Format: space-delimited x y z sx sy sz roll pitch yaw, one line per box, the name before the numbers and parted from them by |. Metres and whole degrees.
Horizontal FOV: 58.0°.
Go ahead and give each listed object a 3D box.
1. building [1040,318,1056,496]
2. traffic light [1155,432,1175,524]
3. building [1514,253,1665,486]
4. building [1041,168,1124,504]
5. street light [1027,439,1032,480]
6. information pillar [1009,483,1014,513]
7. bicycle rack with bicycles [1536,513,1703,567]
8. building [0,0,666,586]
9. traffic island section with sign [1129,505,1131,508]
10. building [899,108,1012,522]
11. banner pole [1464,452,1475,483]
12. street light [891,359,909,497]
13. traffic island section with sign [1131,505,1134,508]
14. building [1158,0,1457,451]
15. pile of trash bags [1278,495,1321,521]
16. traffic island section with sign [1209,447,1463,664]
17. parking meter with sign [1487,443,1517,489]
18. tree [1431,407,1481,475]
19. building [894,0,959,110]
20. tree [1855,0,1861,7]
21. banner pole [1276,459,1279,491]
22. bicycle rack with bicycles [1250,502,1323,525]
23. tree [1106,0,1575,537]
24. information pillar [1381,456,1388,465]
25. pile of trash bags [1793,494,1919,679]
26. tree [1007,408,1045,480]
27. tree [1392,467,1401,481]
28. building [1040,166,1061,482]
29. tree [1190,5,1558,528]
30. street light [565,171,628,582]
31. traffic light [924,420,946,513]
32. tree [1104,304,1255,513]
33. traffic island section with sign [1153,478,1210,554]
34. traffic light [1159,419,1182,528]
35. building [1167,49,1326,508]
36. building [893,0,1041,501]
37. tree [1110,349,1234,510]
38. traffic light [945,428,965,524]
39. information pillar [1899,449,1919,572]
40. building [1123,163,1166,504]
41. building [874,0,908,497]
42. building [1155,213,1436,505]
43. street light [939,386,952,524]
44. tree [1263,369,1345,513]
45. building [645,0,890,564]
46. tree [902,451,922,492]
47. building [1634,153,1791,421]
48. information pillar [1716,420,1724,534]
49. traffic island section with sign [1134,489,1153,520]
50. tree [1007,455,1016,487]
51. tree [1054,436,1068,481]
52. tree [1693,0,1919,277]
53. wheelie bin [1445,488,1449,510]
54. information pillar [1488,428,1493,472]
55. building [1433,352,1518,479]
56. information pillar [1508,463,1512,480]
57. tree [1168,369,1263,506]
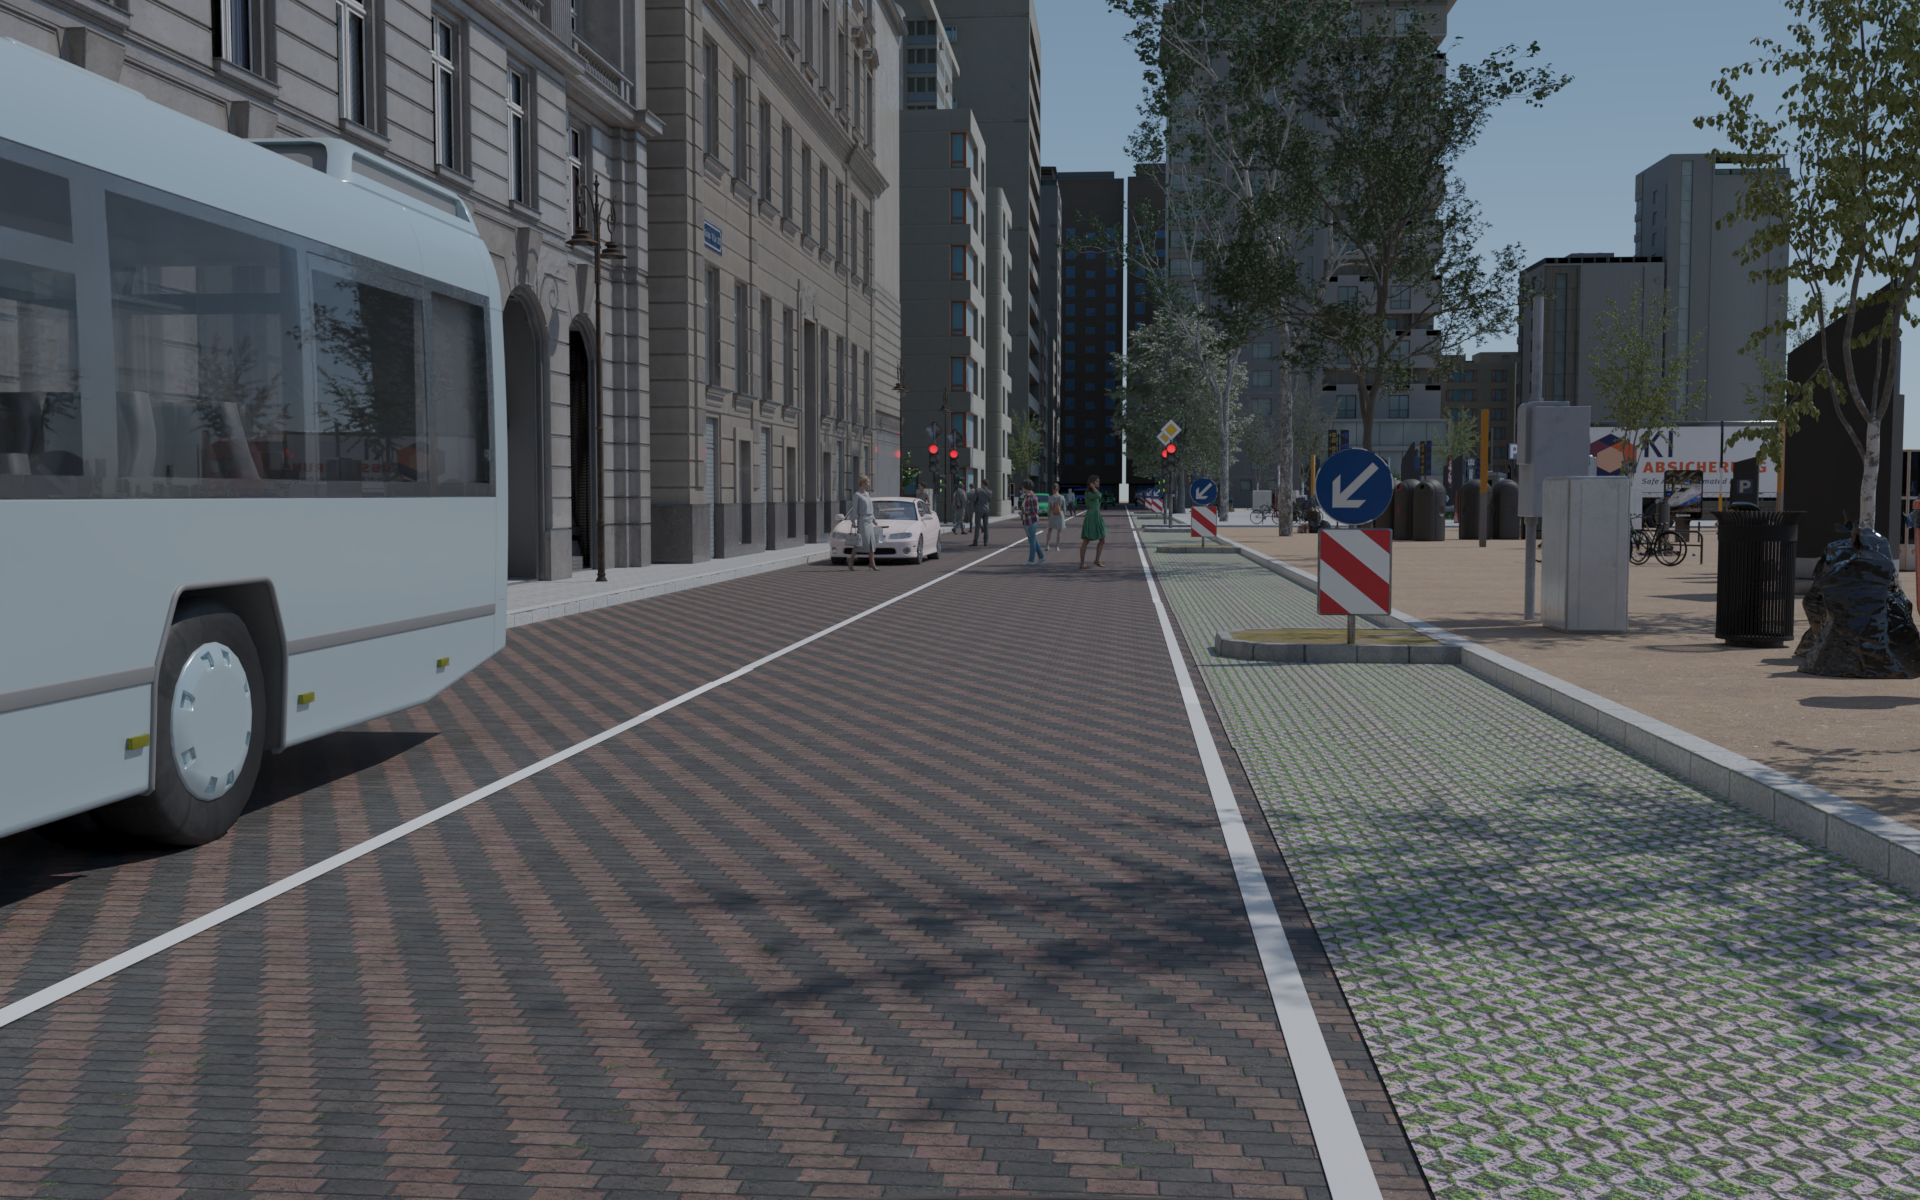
building | -4.138 -20.858 186.069 27.650 21.520 28.899 0 4 5
traffic light | 8.655 -5.148 73.097 0.839 4.253 0.868 0 4 5
building | 76.511 -26.901 211.532 14.107 30.474 14.160 0 4 5
building | 15.434 -36.049 239.503 14.200 45.320 14.600 0 4 5
street light | 5.740 -10.357 142.130 0.468 5.910 1.993 0 4 5
information pillar | 3.514 -6.911 117.483 0.304 2.012 0.304 -1 4 -10
bicycle rack with bicycles | 12.274 -1.124 31.755 2.852 0.926 2.925 -1 4 -21
building | -12.424 -10.858 19.323 13.314 21.916 24.055 0 4 5
traffic island section with sign | 18.209 -10.172 174.946 1.989 1.847 2.006 0 4 5
building | -11.943 -15.202 93.596 27.650 21.520 28.899 0 4 5
banner pole | 30.315 -6.928 103.288 0.863 3.779 0.401 -1 4 -9
street light | -2.024 -5.299 59.434 0.468 5.910 1.993 0 4 5
traffic island section with sign | 13.533 -7.109 124.861 1.989 1.847 2.006 0 4 5
building | 35.499 -36.329 183.212 28.713 52.752 27.495 0 4 5
pile of trash bags | 16.688 -4.398 81.663 3.447 1.369 1.912 1 4 19
traffic island section with sign | 3.314 -0.421 15.510 1.989 1.847 2.006 0 4 5
parking meter with sign | 18.671 -3.925 60.440 0.543 3.016 1.738 -2 4 -28
tree | 40.670 -11.729 142.138 4.737 8.622 4.395 0 3 0
building | -13.405 -26.847 130.826 32.217 40.220 23.993 0 4 5
tree | 5.669 -3.505 7.670 4.360 8.622 3.978 0 3 0
banner pole | 22.981 -8.266 125.159 0.401 3.779 0.863 2 4 28
bicycle rack with bicycles | 14.179 -3.691 73.731 2.925 0.926 2.852 3 5 40
tree | 10.628 -11.912 50.643 12.611 20.169 13.585 0 3 0
information pillar | 26.055 -7.031 106.317 0.504 3.616 0.183 1 4 20
pile of trash bags | 6.883 -0.146 12.140 1.912 1.369 3.447 2 4 27
tree | 5.343 -11.991 146.409 4.737 8.622 4.395 0 3 0
tree | 31.628 -8.003 125.457 1.663 3.219 1.824 0 3 0
building | 5.638 -32.678 217.875 14.086 41.232 14.154 0 4 5
tree | 7.842 -6.101 34.165 7.601 10.594 8.767 -2 4 -29
street light | -5.258 -3.207 25.222 0.468 5.910 1.993 0 4 5
traffic light | -0.962 -4.712 65.957 0.839 4.253 0.868 0 4 5
tree | 14.558 -12.724 114.691 9.857 13.997 8.962 0 3 0
traffic island section with sign | 5.813 -2.062 42.350 1.989 1.847 2.006 0 4 5
traffic light | 7.912 -4.662 65.147 0.839 4.253 0.868 0 4 5
building | 26.623 -29.355 163.548 14.154 41.232 14.086 0 4 5
building | -3.720 -32.795 159.894 21.300 48.544 21.600 0 4 5
tree | 17.534 -14.204 142.599 12.009 13.543 11.850 0 3 0
traffic light | -0.220 -5.198 73.907 0.839 4.253 0.868 0 4 5
information pillar | 15.640 -1.472 28.560 0.304 2.012 0.304 -1 4 -12
building | 29.920 -35.893 236.962 14.200 45.320 14.600 0 4 5
building | -11.477 -12.974 61.283 18.267 20.994 9.793 0 4 5
building | 39.962 -31.627 208.986 32.217 40.220 23.993 0 4 5
street light | -0.620 -6.208 74.296 0.468 5.910 1.993 0 4 5
tree | 20.551 -9.311 102.596 4.360 8.622 3.978 0 3 0
building | -9.391 -15.061 43.516 12.463 27.353 25.104 0 4 5
tree | -2.564 -4.453 67.413 1.663 3.219 1.824 0 3 0
building | 90.623 -32.208 210.201 14.086 41.232 14.154 0 4 5
information pillar | 24.122 -3.887 54.903 0.183 3.616 0.504 1 4 22
traffic island section with sign | 10.991 -5.448 97.699 1.989 1.847 2.006 0 4 5
tree | 2.037 -8.040 115.163 4.285 4.588 4.351 0 3 0
tree | 10.870 -15.800 208.696 4.360 8.622 3.978 0 3 0
tree | 9.488 -4.124 17.794 4.737 8.622 4.395 0 3 0
wheelie bin | 24.606 -4.964 89.068 0.980 1.594 0.693 0 4 6
information pillar | 18.890 -4.312 61.859 0.183 3.616 0.504 0 4 -5
building | 79.557 -24.159 240.045 28.899 21.520 27.650 0 4 5
information pillar | 41.811 -8.585 131.717 0.183 3.616 0.504 -1 4 -16
tree | 14.764 -9.293 102.302 4.360 8.622 3.978 0 3 0
